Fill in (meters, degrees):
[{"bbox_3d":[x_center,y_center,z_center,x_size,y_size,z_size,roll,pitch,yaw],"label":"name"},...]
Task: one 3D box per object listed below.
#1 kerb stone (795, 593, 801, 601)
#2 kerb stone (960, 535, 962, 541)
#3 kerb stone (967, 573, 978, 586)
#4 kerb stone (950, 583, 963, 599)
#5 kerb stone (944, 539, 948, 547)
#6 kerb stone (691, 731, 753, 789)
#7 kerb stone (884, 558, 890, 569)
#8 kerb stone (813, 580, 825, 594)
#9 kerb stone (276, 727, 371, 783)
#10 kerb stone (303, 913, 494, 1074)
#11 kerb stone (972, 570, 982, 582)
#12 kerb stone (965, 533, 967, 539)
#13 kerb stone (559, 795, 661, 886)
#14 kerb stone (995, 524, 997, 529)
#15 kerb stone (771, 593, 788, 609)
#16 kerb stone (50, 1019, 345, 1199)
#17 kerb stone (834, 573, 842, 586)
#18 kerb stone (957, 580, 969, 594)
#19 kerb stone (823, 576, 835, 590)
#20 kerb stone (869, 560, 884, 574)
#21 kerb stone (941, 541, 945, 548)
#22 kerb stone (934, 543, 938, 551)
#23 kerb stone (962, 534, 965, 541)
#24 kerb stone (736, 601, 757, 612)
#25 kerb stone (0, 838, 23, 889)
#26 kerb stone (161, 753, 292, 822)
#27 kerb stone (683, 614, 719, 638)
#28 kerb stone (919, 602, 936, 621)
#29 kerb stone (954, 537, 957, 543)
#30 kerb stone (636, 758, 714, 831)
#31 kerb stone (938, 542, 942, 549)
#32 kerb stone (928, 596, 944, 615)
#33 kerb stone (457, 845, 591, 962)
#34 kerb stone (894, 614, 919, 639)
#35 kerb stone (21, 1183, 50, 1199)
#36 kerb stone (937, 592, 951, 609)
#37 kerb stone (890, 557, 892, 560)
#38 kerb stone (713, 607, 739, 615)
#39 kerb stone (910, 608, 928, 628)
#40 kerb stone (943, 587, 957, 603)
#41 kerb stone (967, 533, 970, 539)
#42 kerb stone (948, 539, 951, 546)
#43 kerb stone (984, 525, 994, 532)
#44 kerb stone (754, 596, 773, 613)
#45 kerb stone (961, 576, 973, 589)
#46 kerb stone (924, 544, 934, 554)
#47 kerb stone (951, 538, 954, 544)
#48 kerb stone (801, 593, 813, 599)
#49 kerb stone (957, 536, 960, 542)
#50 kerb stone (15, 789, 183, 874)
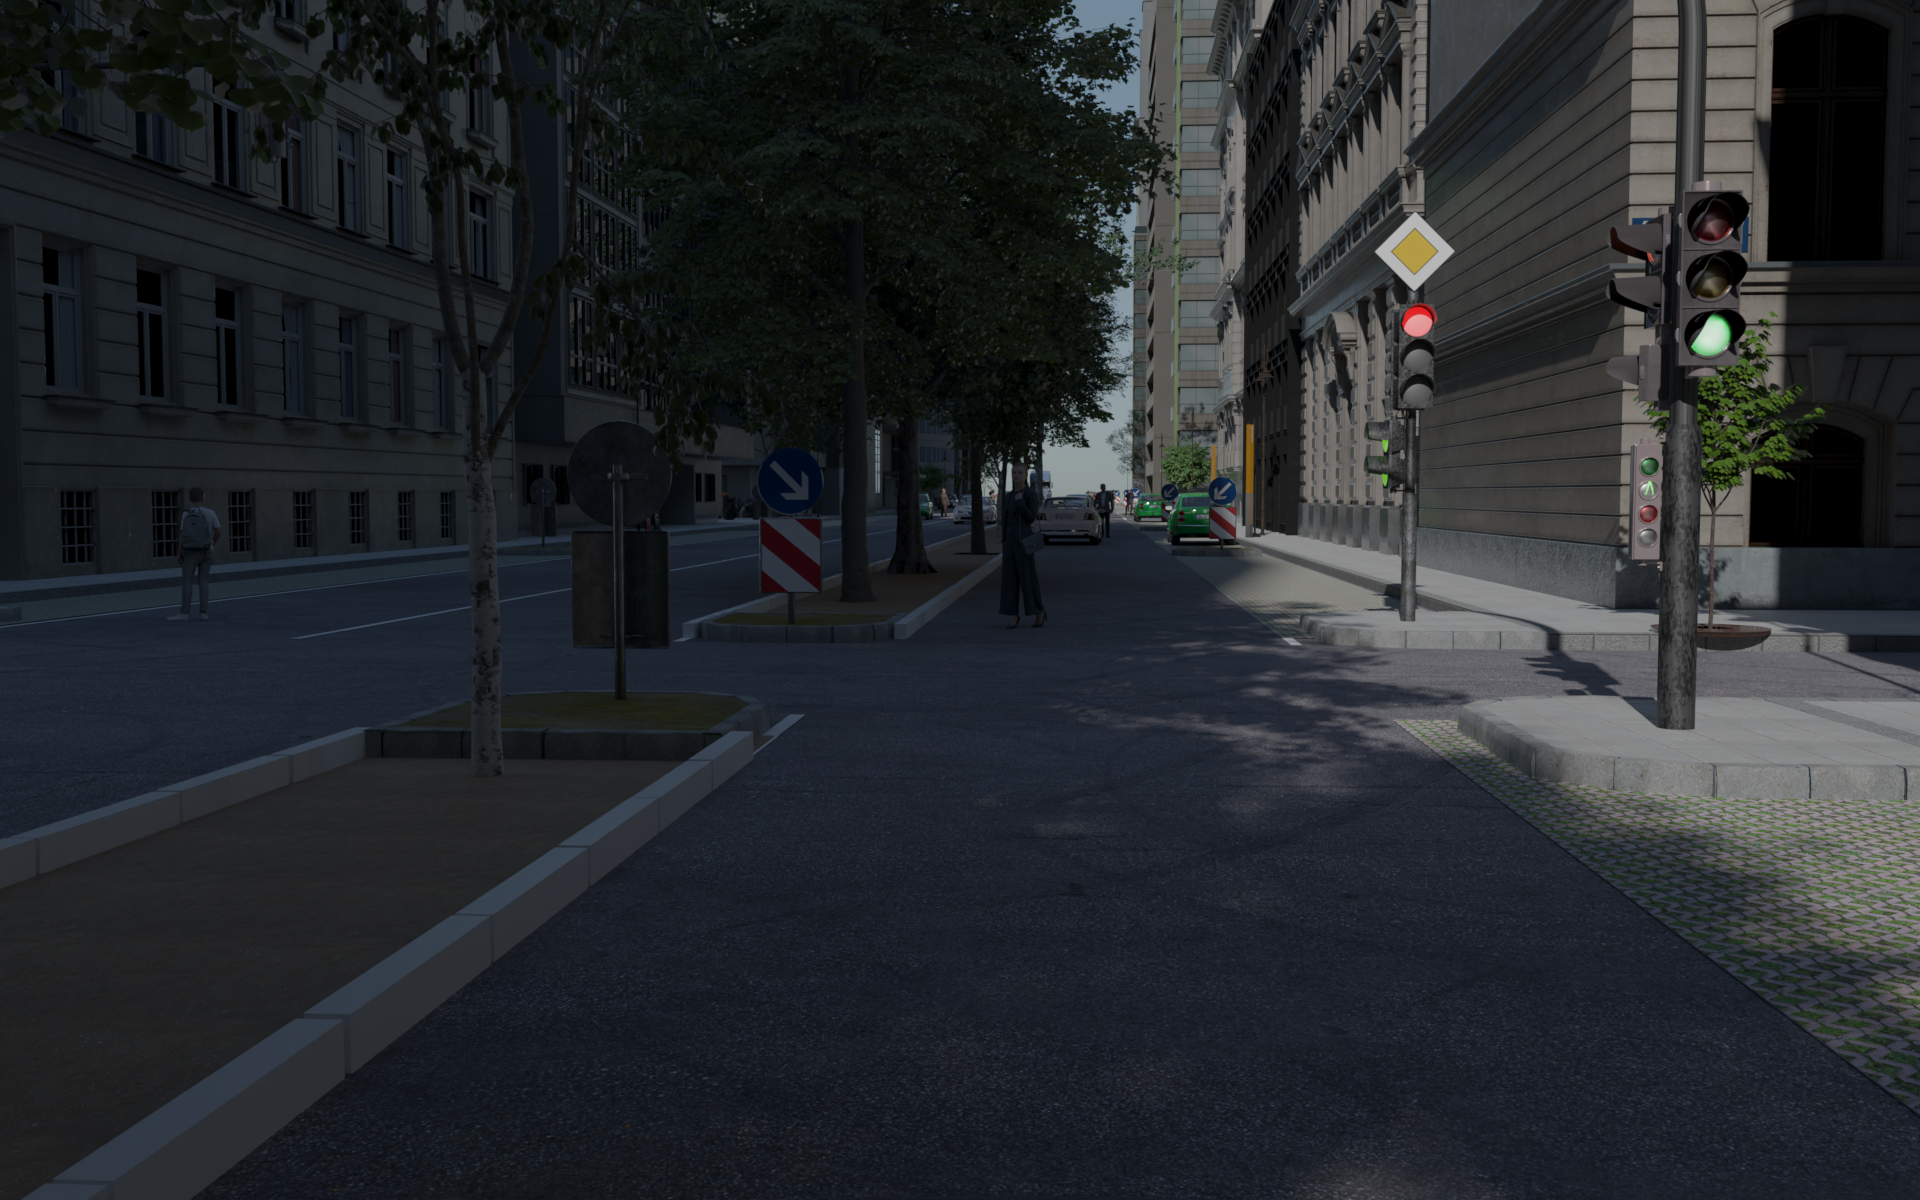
[{"bbox_3d":[-2.271,-0.036,22.815,0.120,0.150,1.000,0,4,4],"label":"kerb stone"},{"bbox_3d":[-0.100,-1.789,51.488,0.120,0.150,1.000,0,4,4],"label":"kerb stone"},{"bbox_3d":[0.139,-0.281,26.791,0.120,0.150,1.000,0,4,4],"label":"kerb stone"},{"bbox_3d":[-0.095,-0.094,23.734,0.120,0.150,1.000,0,4,4],"label":"kerb stone"},{"bbox_3d":[-0.489,-1.478,46.370,0.120,0.150,1.000,0,4,4],"label":"kerb stone"},{"bbox_3d":[-1.216,0.815,8.869,0.120,0.150,1.000,0,4,4],"label":"kerb stone"},{"bbox_3d":[-1.502,-0.661,33.048,0.120,0.150,1.000,0,4,4],"label":"kerb stone"},{"bbox_3d":[-2.112,-0.158,24.863,0.120,0.150,1.000,0,4,4],"label":"kerb stone"},{"bbox_3d":[-3.303,0.806,9.028,0.120,0.150,1.000,0,4,4],"label":"kerb stone"},{"bbox_3d":[-1.525,1.065,4.776,0.120,0.150,1.000,0,4,4],"label":"kerb stone"},{"bbox_3d":[0.216,-0.343,27.810,0.120,0.150,1.000,0,4,4],"label":"kerb stone"},{"bbox_3d":[0.056,-1.916,53.526,0.120,0.150,1.000,0,4,4],"label":"kerb stone"},{"bbox_3d":[-1.371,0.940,6.822,0.120,0.150,1.000,0,4,4],"label":"kerb stone"},{"bbox_3d":[1.298,-2.914,69.872,0.120,0.150,1.000,0,4,4],"label":"kerb stone"},{"bbox_3d":[-2.342,0.024,21.795,0.120,0.150,1.000,0,4,4],"label":"kerb stone"},{"bbox_3d":[-1.605,1.132,3.748,0.120,0.150,1.000,0,4,4],"label":"kerb stone"},{"bbox_3d":[-1.958,-0.287,26.908,0.120,0.150,1.000,0,4,4],"label":"kerb stone"},{"bbox_3d":[-0.007,-0.156,24.752,0.120,0.150,1.000,0,4,4],"label":"kerb stone"},{"bbox_3d":[-2.032,-0.226,25.888,0.120,0.150,1.000,0,4,4],"label":"kerb stone"},{"bbox_3d":[-1.573,-0.601,32.023,0.120,0.150,1.000,0,4,4],"label":"kerb stone"},{"bbox_3d":[-0.562,-1.416,45.351,0.120,0.150,1.000,0,4,4],"label":"kerb stone"},{"bbox_3d":[-0.715,-1.290,43.288,0.120,0.150,1.000,0,4,4],"label":"kerb stone"},{"bbox_3d":[-0.020,-1.848,52.508,0.120,0.150,1.000,0,4,4],"label":"kerb stone"},{"bbox_3d":[-2.500,0.150,19.749,0.120,0.150,1.000,0,4,4],"label":"kerb stone"},{"bbox_3d":[-3.540,0.993,5.957,0.120,0.150,1.000,0,4,4],"label":"kerb stone"},{"bbox_3d":[-3.388,0.868,7.996,0.120,0.150,1.000,0,4,4],"label":"kerb stone"},{"bbox_3d":[-2.657,0.277,17.702,0.120,0.150,1.000,0,4,4],"label":"kerb stone"},{"bbox_3d":[-0.403,0.156,19.648,0.120,0.150,1.000,0,4,4],"label":"kerb stone"},{"bbox_3d":[-0.255,-1.666,49.433,0.120,0.150,1.000,0,4,4],"label":"kerb stone"},{"bbox_3d":[-1.294,0.881,7.847,0.120,0.150,1.000,0,4,4],"label":"kerb stone"},{"bbox_3d":[-0.640,-1.353,44.314,0.120,0.150,1.000,0,4,4],"label":"kerb stone"},{"bbox_3d":[-0.325,0.093,20.672,0.120,0.150,1.000,0,4,4],"label":"kerb stone"},{"bbox_3d":[-1.449,1.006,5.800,0.120,0.150,1.000,0,4,4],"label":"kerb stone"},{"bbox_3d":[-0.553,0.282,17.610,0.120,0.150,1.000,0,4,4],"label":"kerb stone"},{"bbox_3d":[-1.678,1.191,2.724,0.120,0.150,1.000,0,4,4],"label":"kerb stone"},{"bbox_3d":[-0.247,0.031,21.692,0.120,0.150,1.000,0,4,4],"label":"kerb stone"},{"bbox_3d":[-1.417,-0.720,34.073,0.120,0.150,1.000,0,4,4],"label":"kerb stone"},{"bbox_3d":[-2.581,0.212,18.726,0.120,0.150,1.000,0,4,4],"label":"kerb stone"},{"bbox_3d":[-0.479,0.218,18.629,0.120,0.150,1.000,0,4,4],"label":"kerb stone"},{"bbox_3d":[-0.169,-0.032,22.711,0.120,0.150,1.000,0,4,4],"label":"kerb stone"},{"bbox_3d":[0.130,-1.979,54.548,0.120,0.150,1.000,0,4,4],"label":"kerb stone"},{"bbox_3d":[-0.407,-1.538,47.395,0.120,0.150,1.000,0,4,4],"label":"kerb stone"},{"bbox_3d":[1.139,-2.785,67.827,0.120,0.150,1.000,0,4,4],"label":"kerb stone"},{"bbox_3d":[-2.425,0.087,20.768,0.120,0.150,1.000,0,4,4],"label":"kerb stone"},{"bbox_3d":[0.061,-0.219,25.772,0.120,0.150,1.000,0,4,4],"label":"kerb stone"},{"bbox_3d":[-0.791,-1.224,42.269,0.120,0.150,1.000,0,4,4],"label":"kerb stone"},{"bbox_3d":[-0.334,-1.604,48.414,0.120,0.150,1.000,0,4,4],"label":"kerb stone"},{"bbox_3d":[-2.196,-0.100,23.834,0.120,0.150,1.000,0,4,4],"label":"kerb stone"},{"bbox_3d":[-0.169,-1.729,50.468,0.120,0.150,1.000,0,4,4],"label":"kerb stone"},{"bbox_3d":[-3.462,0.933,6.976,0.120,0.150,1.000,0,4,4],"label":"kerb stone"}]
